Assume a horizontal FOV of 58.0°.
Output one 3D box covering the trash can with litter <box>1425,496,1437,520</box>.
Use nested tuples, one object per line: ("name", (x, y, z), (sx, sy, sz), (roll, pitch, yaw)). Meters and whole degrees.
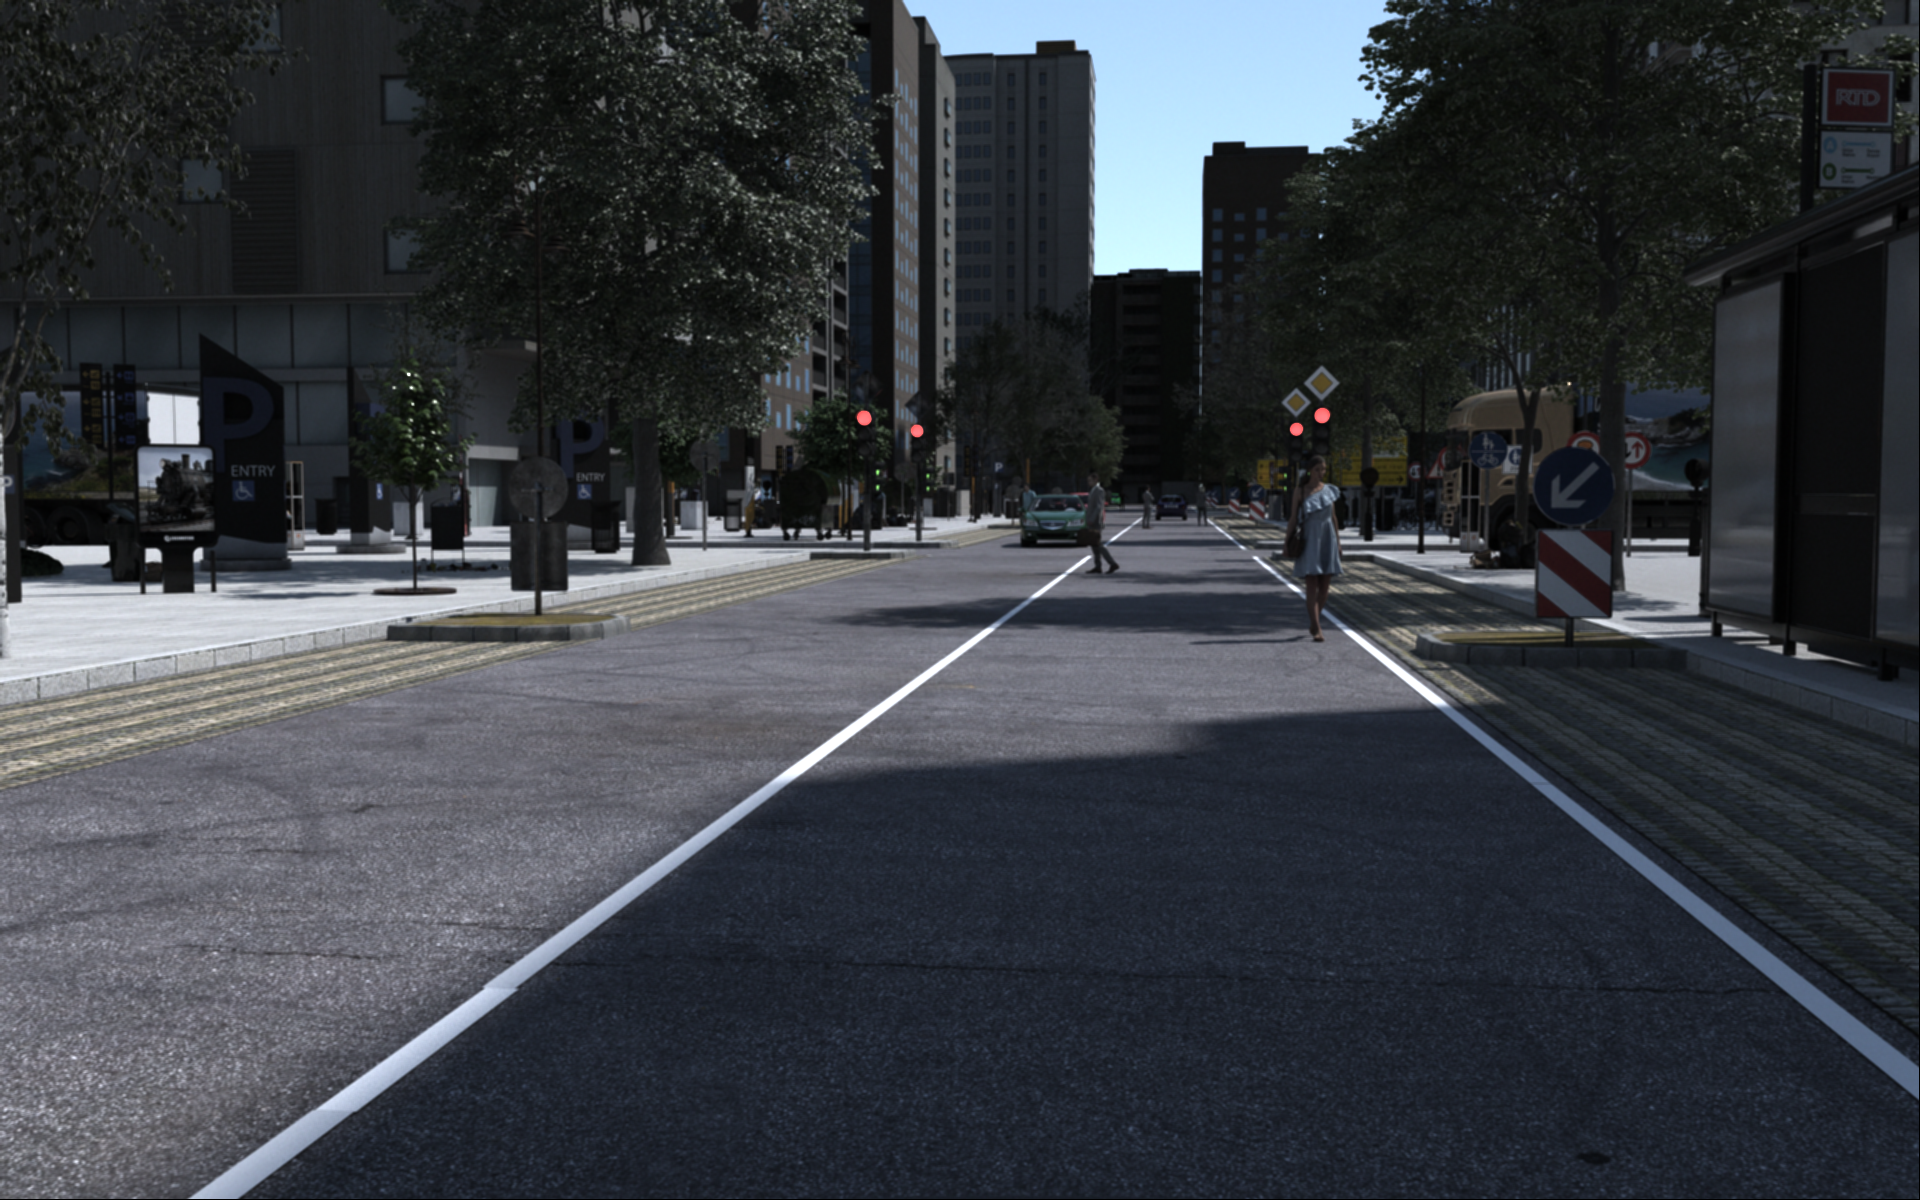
("trash can with litter", (22.844, -4.417, 83.611), (0.624, 1.170, 1.055), (0, 4, -5))

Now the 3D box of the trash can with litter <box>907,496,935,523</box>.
("trash can with litter", (-2.188, -4.021, 76.794), (1.678, 1.210, 2.233), (-1, 4, -22))

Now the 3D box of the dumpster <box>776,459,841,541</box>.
("dumpster", (-4.225, -2.793, 48.161), (1.502, 2.255, 1.985), (0, 4, 7))

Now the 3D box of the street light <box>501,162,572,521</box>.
("street light", (-5.965, -3.168, 24.586), (0.468, 5.910, 1.993), (0, 4, 7))

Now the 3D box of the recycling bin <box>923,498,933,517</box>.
("recycling bin", (-1.657, -5.286, 98.984), (0.722, 1.027, 0.722), (3, 4, 37))

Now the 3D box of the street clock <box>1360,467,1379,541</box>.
("street clock", (11.111, -2.599, 47.057), (0.471, 2.002, 0.358), (0, 4, -2))

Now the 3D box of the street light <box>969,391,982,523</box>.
("street light", (0.680, -6.405, 77.507), (0.468, 5.910, 1.993), (0, 4, 7))

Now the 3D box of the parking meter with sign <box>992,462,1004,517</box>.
("parking meter with sign", (2.059, -6.085, 95.744), (0.543, 3.016, 1.738), (0, 4, -4))

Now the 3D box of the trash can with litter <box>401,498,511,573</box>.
("trash can with litter", (-8.200, -1.102, 29.077), (2.233, 1.210, 1.678), (-1, 4, -16))

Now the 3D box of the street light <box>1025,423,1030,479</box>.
("street light", (4.250, -8.204, 106.928), (0.468, 5.910, 1.993), (0, 4, 7))

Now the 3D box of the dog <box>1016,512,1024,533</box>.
("dog", (2.489, -2.880, 63.922), (0.513, 0.831, 0.800), (-3, 4, -36))

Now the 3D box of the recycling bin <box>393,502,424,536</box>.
("recycling bin", (-16.979, -2.493, 53.318), (0.722, 1.027, 0.722), (0, 3, 0))

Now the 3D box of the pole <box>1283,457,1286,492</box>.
("pole", (17.695, -6.153, 94.452), (0.158, 3.312, 0.155), (0, 3, 0))

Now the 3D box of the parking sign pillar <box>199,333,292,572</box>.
("parking sign pillar", (-12.054, -2.487, 29.130), (1.447, 3.967, 1.447), (-1, 4, -17))

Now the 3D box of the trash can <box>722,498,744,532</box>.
("trash can", (-7.776, -2.912, 59.266), (0.748, 1.137, 0.748), (0, 3, 0))

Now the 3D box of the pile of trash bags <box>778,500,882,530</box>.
("pile of trash bags", (-4.464, -3.215, 62.321), (3.447, 1.369, 1.912), (2, 4, 27))

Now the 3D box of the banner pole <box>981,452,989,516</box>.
("banner pole", (1.607, -6.940, 103.480), (0.401, 3.779, 0.863), (0, 4, 1))

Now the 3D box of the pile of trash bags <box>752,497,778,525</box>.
("pile of trash bags", (-7.269, -3.866, 72.969), (1.912, 1.369, 3.447), (2, 4, 27))

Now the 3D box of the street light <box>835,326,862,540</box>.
("street light", (-3.058, -4.588, 47.798), (0.468, 5.910, 1.993), (0, 4, 7))

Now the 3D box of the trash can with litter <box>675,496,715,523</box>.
("trash can with litter", (-12.030, -4.041, 77.126), (2.233, 1.210, 1.678), (-1, 4, -12))

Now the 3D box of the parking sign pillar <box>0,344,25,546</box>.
("parking sign pillar", (-17.271, -2.571, 30.502), (1.447, 3.967, 1.447), (-3, 4, -36))

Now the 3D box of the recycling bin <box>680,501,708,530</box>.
("recycling bin", (-9.535, -3.031, 62.108), (0.722, 1.027, 0.722), (2, 4, 29))

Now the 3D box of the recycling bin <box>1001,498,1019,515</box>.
("recycling bin", (3.078, -5.597, 104.071), (0.722, 1.027, 0.722), (1, 4, 19))

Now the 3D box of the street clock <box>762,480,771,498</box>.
("street clock", (-10.198, -5.309, 91.380), (0.471, 2.002, 0.358), (-3, 5, -42))

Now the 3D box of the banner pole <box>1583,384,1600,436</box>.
("banner pole", (13.296, -2.830, 36.281), (0.401, 3.779, 0.863), (-3, 5, -43))

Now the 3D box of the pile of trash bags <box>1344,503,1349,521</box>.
("pile of trash bags", (18.305, -4.557, 84.257), (3.447, 1.369, 1.912), (-2, 4, -30))

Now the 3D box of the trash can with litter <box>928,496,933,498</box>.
("trash can with litter", (-1.768, -5.836, 106.804), (0.624, 1.170, 1.055), (1, 4, 16))

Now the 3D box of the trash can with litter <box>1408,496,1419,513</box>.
("trash can with litter", (27.251, -5.673, 104.142), (0.624, 1.170, 1.055), (2, 4, 35))

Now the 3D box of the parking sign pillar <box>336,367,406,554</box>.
("parking sign pillar", (-12.741, -2.991, 37.370), (1.447, 3.967, 1.447), (0, 4, 2))

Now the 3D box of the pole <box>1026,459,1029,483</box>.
("pole", (3.904, -6.474, 99.688), (0.158, 3.312, 0.155), (0, 3, 0))

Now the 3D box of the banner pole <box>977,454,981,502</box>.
("banner pole", (1.218, -7.185, 107.491), (0.401, 3.779, 0.863), (2, 4, 31))

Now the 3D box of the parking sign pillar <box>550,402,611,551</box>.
("parking sign pillar", (-8.733, -3.142, 39.841), (1.447, 3.967, 1.447), (-2, 4, -35))

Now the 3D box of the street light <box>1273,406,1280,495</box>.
("street light", (16.361, -7.143, 89.570), (0.468, 5.910, 1.993), (0, 4, 7))

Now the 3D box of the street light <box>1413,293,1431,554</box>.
("street light", (9.943, -3.939, 37.184), (0.468, 5.910, 1.993), (0, 4, 7))

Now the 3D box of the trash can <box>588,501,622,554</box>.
("trash can", (-7.685, -1.584, 37.546), (0.748, 1.137, 0.748), (0, 3, 0))

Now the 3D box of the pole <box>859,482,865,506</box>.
("pole", (-3.752, -4.396, 65.724), (0.158, 3.312, 0.155), (0, 3, 0))

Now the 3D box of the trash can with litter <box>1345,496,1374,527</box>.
("trash can with litter", (15.309, -3.461, 67.649), (1.678, 1.210, 2.233), (1, 4, 15))

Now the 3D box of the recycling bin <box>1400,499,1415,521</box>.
("recycling bin", (21.658, -4.361, 83.856), (0.722, 1.027, 0.722), (0, 4, 1))

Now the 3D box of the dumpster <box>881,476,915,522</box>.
("dumpster", (-2.831, -4.792, 80.842), (1.502, 2.255, 1.985), (0, 4, 7))

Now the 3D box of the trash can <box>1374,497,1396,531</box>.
("trash can", (14.736, -2.964, 60.116), (0.748, 1.137, 0.748), (0, 3, 0))

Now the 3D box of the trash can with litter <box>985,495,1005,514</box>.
("trash can with litter", (2.260, -6.040, 109.812), (2.233, 1.210, 1.678), (-1, 4, -14))

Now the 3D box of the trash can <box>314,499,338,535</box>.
("trash can", (-19.962, -2.625, 54.569), (0.748, 1.137, 0.748), (0, 3, 0))

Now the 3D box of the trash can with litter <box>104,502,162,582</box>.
("trash can with litter", (-11.967, -0.858, 25.411), (1.055, 1.170, 0.624), (1, 4, 8))

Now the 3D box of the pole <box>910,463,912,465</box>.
("pole", (-3.150, -7.276, 112.798), (0.158, 3.312, 0.155), (0, 3, 0))

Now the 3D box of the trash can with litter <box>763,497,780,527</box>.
("trash can with litter", (-7.020, -3.444, 67.361), (2.233, 1.210, 1.678), (0, 4, 4))

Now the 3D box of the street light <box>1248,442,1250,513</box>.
("street light", (19.902, -8.942, 118.994), (0.468, 5.910, 1.993), (0, 4, 7))

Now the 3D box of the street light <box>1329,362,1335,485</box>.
("street light", (12.694, -5.289, 59.269), (0.468, 5.910, 1.993), (0, 4, 7))

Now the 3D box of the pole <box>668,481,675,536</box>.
("pole", (-8.809, -3.604, 52.771), (0.158, 3.312, 0.155), (0, 3, 0))

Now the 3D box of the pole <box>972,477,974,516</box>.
("pole", (0.744, -6.578, 101.389), (0.158, 3.312, 0.155), (0, 3, 0))

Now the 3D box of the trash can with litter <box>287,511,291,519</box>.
("trash can with litter", (-13.945, -1.419, 34.580), (0.624, 1.170, 1.055), (2, 4, 26))
